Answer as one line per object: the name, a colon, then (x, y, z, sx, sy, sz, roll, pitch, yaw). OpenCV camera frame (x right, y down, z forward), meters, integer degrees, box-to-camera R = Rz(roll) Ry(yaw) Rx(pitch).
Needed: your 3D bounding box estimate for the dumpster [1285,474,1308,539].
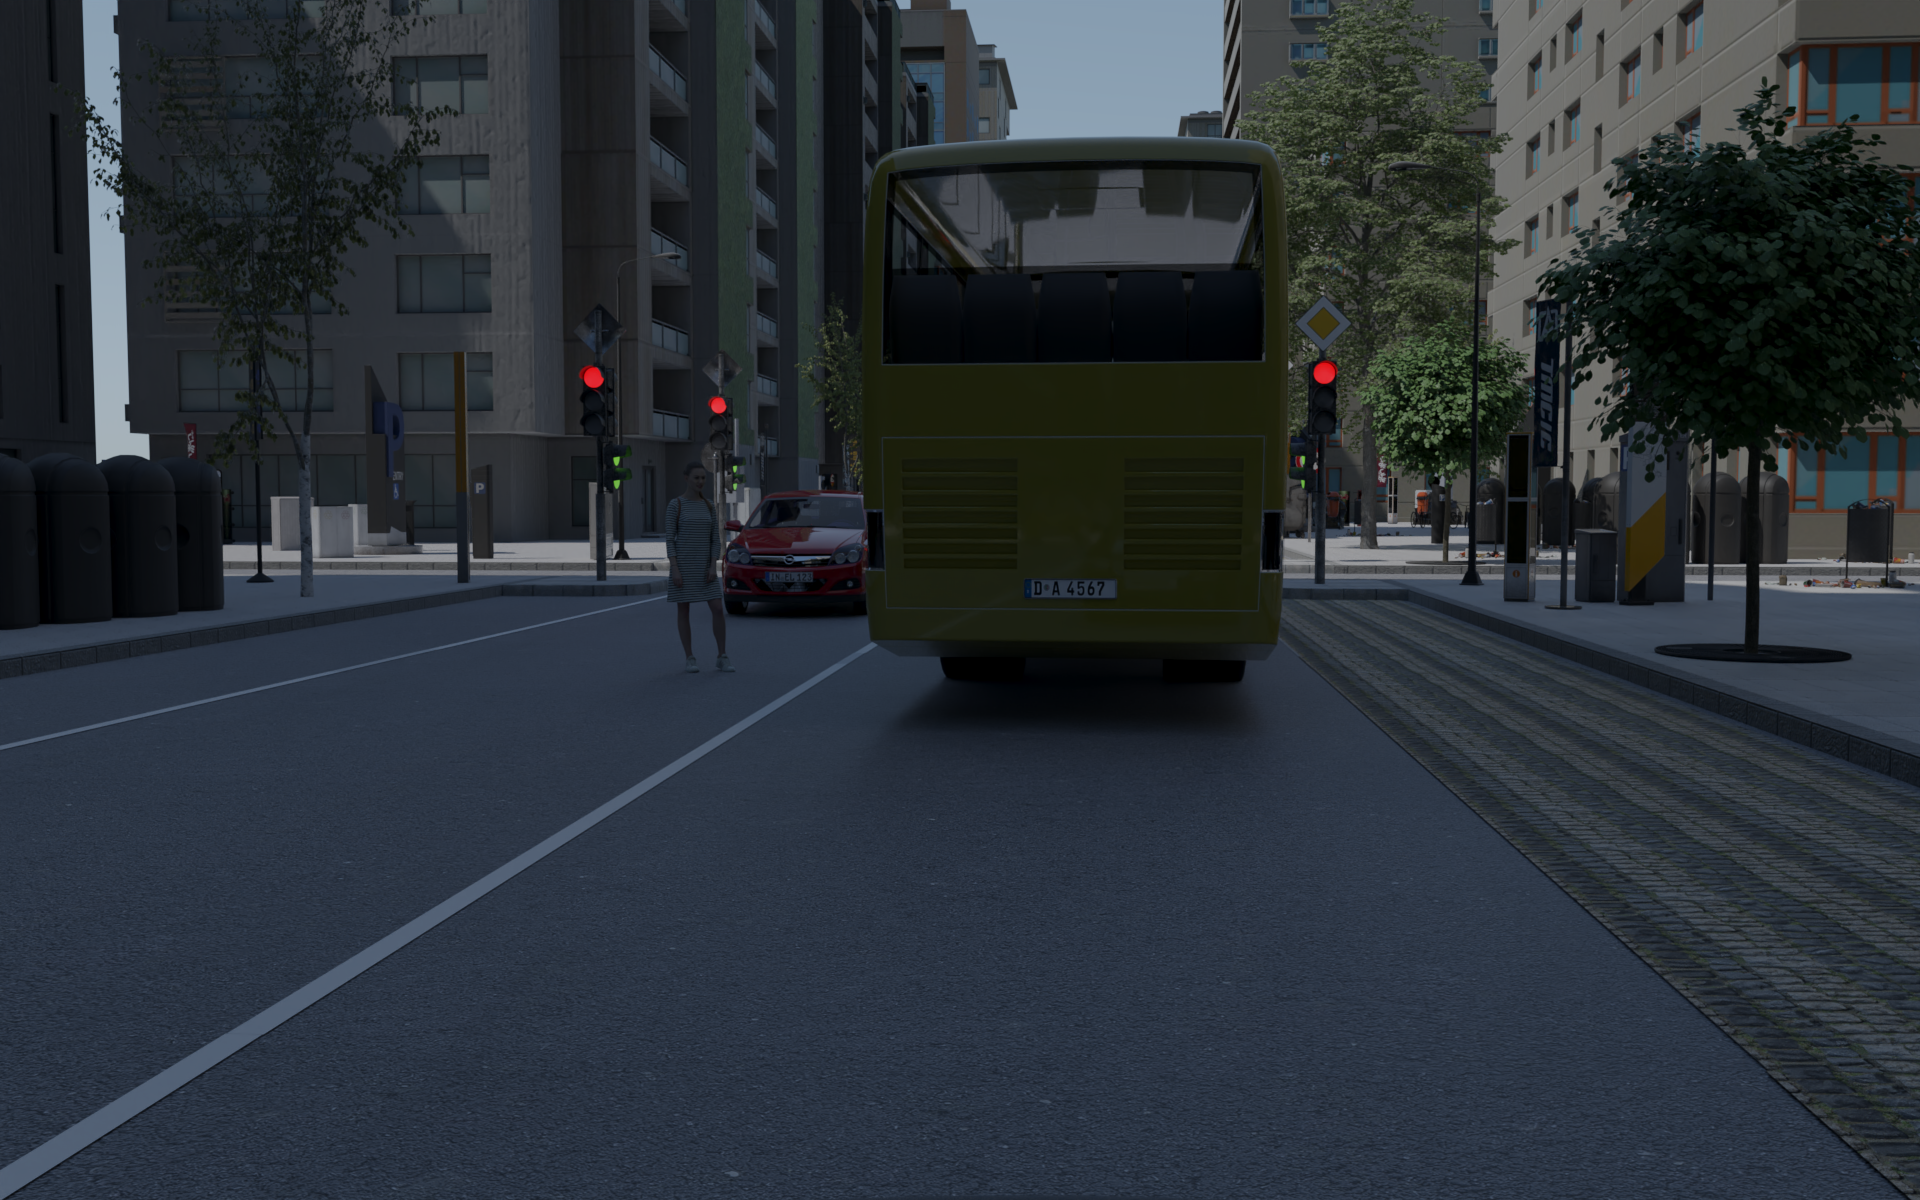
dumpster: (9.429, -2.725, 50.308, 1.264, 1.857, 1.865, 0, 4, 5)

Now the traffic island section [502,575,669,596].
traffic island section: (-5.337, -0.209, 25.696, 2.009, 0.180, 2.903, 0, 4, 5)

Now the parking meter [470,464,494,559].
parking meter: (-9.470, -1.748, 34.297, 0.399, 1.863, 0.255, 0, 4, 5)

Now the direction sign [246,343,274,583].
direction sign: (-10.176, -2.023, 25.080, 0.379, 3.537, 0.876, -2, 4, -31)

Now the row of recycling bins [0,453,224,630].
row of recycling bins: (-8.918, -0.657, 17.859, 1.069, 1.692, 3.534, 1, 4, 15)

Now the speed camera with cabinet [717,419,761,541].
speed camera with cabinet: (-5.902, -3.174, 46.224, 0.660, 3.252, 2.038, 1, 4, 11)

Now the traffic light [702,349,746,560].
traffic light: (-4.584, -2.727, 33.511, 0.839, 4.253, 0.868, 0, 4, 5)

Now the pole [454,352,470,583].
pole: (-7.170, -1.902, 24.937, 0.158, 3.312, 0.155, 0, 3, 0)

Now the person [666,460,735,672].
person: (-2.141, -0.274, 13.992, 0.512, 1.701, 0.522, -2, 4, -32)

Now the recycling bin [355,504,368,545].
recycling bin: (-14.687, -1.857, 42.918, 0.722, 1.027, 0.722, -3, 4, -36)

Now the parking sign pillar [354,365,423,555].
parking sign pillar: (-12.257, -2.967, 36.977, 1.447, 3.967, 1.447, 0, 4, 0)

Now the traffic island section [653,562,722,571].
traffic island section: (-4.623, -0.695, 33.649, 2.009, 0.180, 2.903, 0, 4, 5)

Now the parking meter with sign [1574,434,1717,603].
parking meter with sign: (8.242, -1.491, 20.647, 1.738, 3.016, 0.543, -1, 4, -11)

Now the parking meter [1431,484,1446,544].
parking meter: (12.400, -2.228, 44.843, 0.372, 1.533, 0.369, 0, 3, 0)

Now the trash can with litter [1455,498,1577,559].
trash can with litter: (10.980, -1.460, 34.923, 2.233, 1.210, 1.678, 0, 4, 3)

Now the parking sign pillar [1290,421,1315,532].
parking sign pillar: (11.480, -4.309, 58.920, 1.447, 3.967, 1.447, -1, 4, -22)

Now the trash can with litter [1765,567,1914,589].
trash can with litter: (12.185, -0.799, 24.117, 2.233, 1.210, 1.678, 1, 4, 18)

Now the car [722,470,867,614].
car: (-1.843, -0.794, 22.018, 2.155, 1.783, 4.494, 0, 4, 3)

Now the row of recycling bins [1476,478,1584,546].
row of recycling bins: (14.693, -2.232, 43.610, 3.534, 1.692, 1.069, 3, 4, 36)

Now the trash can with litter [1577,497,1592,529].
trash can with litter: (14.232, -1.812, 40.690, 2.233, 1.210, 1.678, -1, 4, -22)

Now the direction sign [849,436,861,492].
direction sign: (-3.915, -4.653, 68.068, 0.876, 3.537, 0.379, 1, 4, 8)

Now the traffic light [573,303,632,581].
traffic light: (-5.298, -2.241, 25.558, 0.839, 4.253, 0.868, 0, 4, 5)

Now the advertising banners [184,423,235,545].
advertising banners: (-18.821, -2.889, 43.424, 0.090, 3.025, 2.074, 1, 4, 8)

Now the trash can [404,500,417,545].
trash can: (-12.658, -1.683, 39.165, 0.748, 1.137, 0.748, 0, 3, 0)

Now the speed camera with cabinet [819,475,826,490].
speed camera with cabinet: (-7.247, -5.569, 85.390, 0.660, 3.252, 2.038, 1, 4, 19)

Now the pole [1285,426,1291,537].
pole: (9.690, -3.522, 51.425, 0.158, 3.312, 0.155, 0, 3, 0)

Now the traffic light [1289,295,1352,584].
traffic light: (5.123, -2.185, 24.643, 0.839, 4.253, 0.868, 0, 4, 5)

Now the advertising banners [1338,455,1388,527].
advertising banners: (15.905, -4.413, 68.346, 2.074, 3.025, 0.090, 1, 4, 22)

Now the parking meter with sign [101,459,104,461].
parking meter with sign: (-43.862, -5.586, 87.586, 1.738, 3.016, 0.543, 1, 4, 13)

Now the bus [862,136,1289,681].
bus: (1.371, -1.509, 16.213, 2.896, 3.916, 12.252, 0, 4, 7)

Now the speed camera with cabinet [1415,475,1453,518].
speed camera with cabinet: (20.497, -4.923, 74.834, 2.038, 3.252, 0.660, -3, 5, -41)

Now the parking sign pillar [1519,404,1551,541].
parking sign pillar: (15.948, -3.657, 48.265, 1.447, 3.967, 1.447, -1, 4, -10)

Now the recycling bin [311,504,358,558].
recycling bin: (-12.720, -1.369, 34.942, 0.722, 1.027, 0.722, -3, 5, -43)

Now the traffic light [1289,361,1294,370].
traffic light: (5.837, -2.671, 32.596, 0.839, 4.253, 0.868, 0, 4, 5)

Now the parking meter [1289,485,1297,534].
parking meter: (10.757, -3.100, 56.402, 0.399, 1.863, 0.255, 1, 4, 18)

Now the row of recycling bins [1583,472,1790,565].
row of recycling bins: (13.478, -1.515, 31.875, 3.534, 1.692, 1.069, 0, 4, -2)

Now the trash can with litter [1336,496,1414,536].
trash can with litter: (12.683, -2.556, 52.844, 2.233, 1.210, 1.678, 1, 4, 20)
